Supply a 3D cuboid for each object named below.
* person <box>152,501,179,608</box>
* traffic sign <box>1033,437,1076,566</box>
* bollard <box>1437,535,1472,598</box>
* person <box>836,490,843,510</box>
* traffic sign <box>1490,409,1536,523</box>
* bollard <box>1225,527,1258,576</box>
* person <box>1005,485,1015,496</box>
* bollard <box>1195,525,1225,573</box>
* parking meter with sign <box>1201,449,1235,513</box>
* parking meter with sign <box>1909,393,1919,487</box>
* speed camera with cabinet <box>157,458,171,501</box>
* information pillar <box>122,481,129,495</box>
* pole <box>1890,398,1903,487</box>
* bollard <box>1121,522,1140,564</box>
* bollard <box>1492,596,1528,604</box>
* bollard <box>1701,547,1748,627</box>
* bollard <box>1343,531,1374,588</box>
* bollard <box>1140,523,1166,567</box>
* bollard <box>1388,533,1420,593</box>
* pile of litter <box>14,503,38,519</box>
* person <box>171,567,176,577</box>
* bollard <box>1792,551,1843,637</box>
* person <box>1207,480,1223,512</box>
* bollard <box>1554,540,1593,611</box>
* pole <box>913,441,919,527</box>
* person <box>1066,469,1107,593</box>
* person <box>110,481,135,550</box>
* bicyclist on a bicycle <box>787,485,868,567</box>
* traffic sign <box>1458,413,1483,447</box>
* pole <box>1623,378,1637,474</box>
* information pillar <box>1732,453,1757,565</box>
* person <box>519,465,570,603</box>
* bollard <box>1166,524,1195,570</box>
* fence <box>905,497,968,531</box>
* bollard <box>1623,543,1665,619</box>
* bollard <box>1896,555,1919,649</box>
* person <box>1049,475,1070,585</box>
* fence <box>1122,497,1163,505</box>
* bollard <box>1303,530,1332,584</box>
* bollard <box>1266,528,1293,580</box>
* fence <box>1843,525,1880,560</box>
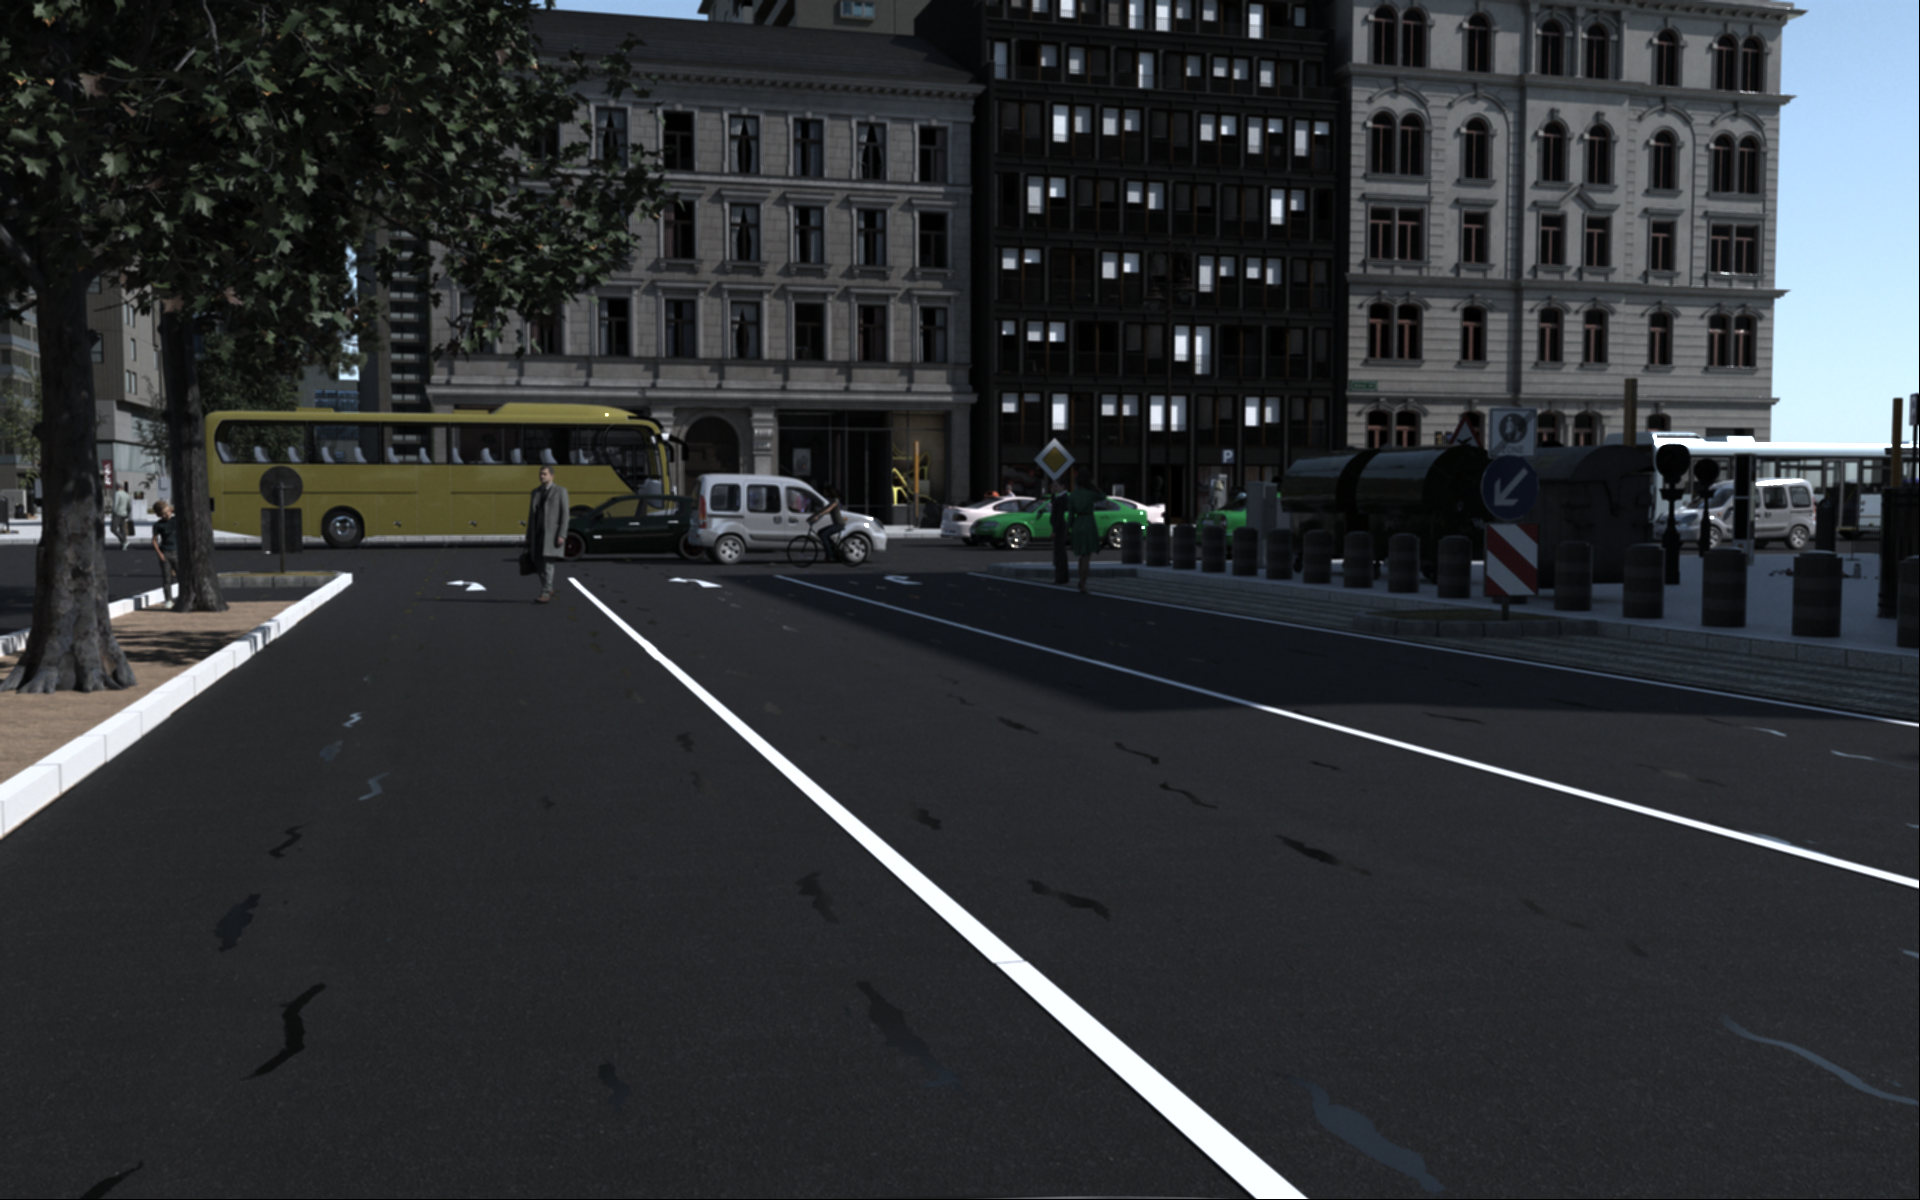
[{"bbox_3d":[-9.868,-0.570,21.737,0.435,1.345,0.340,-3,5,-45],"label":"person"},{"bbox_3d":[1.669,-1.657,30.742,0.795,2.450,0.064,-1,4,-16],"label":"traffic sign"},{"bbox_3d":[6.126,-0.412,21.457,0.404,0.777,0.398,0,3,0],"label":"bollard"},{"bbox_3d":[-2.969,-1.784,40.031,0.546,1.535,0.453,-1,4,-22],"label":"person"},{"bbox_3d":[6.532,-1.127,20.564,0.606,2.300,0.079,-1,4,-10],"label":"traffic sign"},{"bbox_3d":[4.491,-0.768,27.278,0.404,0.777,0.398,0,3,0],"label":"bollard"},{"bbox_3d":[1.529,-2.782,54.926,0.436,1.711,0.756,-1,4,-13],"label":"person"},{"bbox_3d":[4.170,-0.839,28.443,0.404,0.777,0.398,0,3,0],"label":"bollard"},{"bbox_3d":[9.943,-4.321,66.912,0.543,3.016,1.738,3,4,39],"label":"parking meter with sign"},{"bbox_3d":[17.373,-2.056,29.874,1.738,3.016,0.543,1,4,17],"label":"parking meter with sign"},{"bbox_3d":[-43.260,-6.204,95.777,2.038,3.252,0.660,-2,4,-24],"label":"speed camera with cabinet"},{"bbox_3d":[-46.958,-5.682,97.400,0.304,2.012,0.304,2,4,34],"label":"information pillar"},{"bbox_3d":[19.900,-2.630,36.843,0.158,3.312,0.155,0,3,0],"label":"pole"},{"bbox_3d":[3.181,-1.055,31.970,0.404,0.777,0.398,0,3,0],"label":"bollard"},{"bbox_3d":[6.453,-0.342,20.301,0.404,0.777,0.398,0,3,0],"label":"bollard"},{"bbox_3d":[7.430,-0.129,16.830,0.404,0.777,0.398,0,3,0],"label":"bollard"},{"bbox_3d":[5.475,-0.555,23.783,0.404,0.777,0.398,0,3,0],"label":"bollard"},{"bbox_3d":[3.509,-0.983,30.792,0.404,0.777,0.398,0,3,0],"label":"bollard"},{"bbox_3d":[5.800,-0.484,22.626,0.404,0.777,0.398,0,3,0],"label":"bollard"},{"bbox_3d":[-48.151,-4.602,89.215,1.176,0.858,1.719,-1,4,-13],"label":"pile of litter"},{"bbox_3d":[-13.427,-1.299,29.982,0.529,1.795,0.600,-1,4,-16],"label":"person"},{"bbox_3d":[7.755,-0.058,15.670,0.404,0.777,0.398,0,3,0],"label":"bollard"},{"bbox_3d":[6.633,-2.235,45.226,0.526,1.800,0.537,3,4,38],"label":"person"},{"bbox_3d":[6.782,-0.271,19.145,0.404,0.777,0.398,0,3,0],"label":"bollard"},{"bbox_3d":[-1.689,-4.463,66.816,0.158,3.312,0.155,0,3,0],"label":"pole"},{"bbox_3d":[1.795,-1.007,25.215,0.600,1.795,0.529,1,4,20],"label":"person"},{"bbox_3d":[-21.405,-2.162,44.336,0.515,1.767,0.782,0,4,4],"label":"person"},{"bbox_3d":[-2.599,-1.460,33.895,1.625,1.676,1.499,-1,4,-15],"label":"bicyclist on a bicycle"},{"bbox_3d":[8.129,-1.712,27.992,0.884,2.594,0.081,-1,4,-11],"label":"traffic sign"},{"bbox_3d":[11.835,-2.251,30.643,0.158,3.312,0.155,0,3,0],"label":"pole"},{"bbox_3d":[14.240,-1.649,31.450,0.304,2.012,0.304,3,5,42],"label":"information pillar"},{"bbox_3d":[-5.498,-0.873,22.869,0.694,1.812,0.767,1,4,20],"label":"person"},{"bbox_3d":[3.837,-0.911,29.612,0.404,0.777,0.398,0,3,0],"label":"bollard"},{"bbox_3d":[-0.759,-2.989,60.076,2.264,1.192,0.480,1,4,15],"label":"fence"},{"bbox_3d":[7.103,-0.200,17.987,0.404,0.777,0.398,0,3,0],"label":"bollard"},{"bbox_3d":[8.080,0.013,14.505,0.404,0.777,0.398,0,3,0],"label":"bollard"},{"bbox_3d":[1.504,-1.118,27.575,0.445,1.727,0.742,-2,4,-27],"label":"person"},{"bbox_3d":[6.201,-3.080,61.556,2.264,1.192,0.480,2,4,26],"label":"fence"},{"bbox_3d":[5.149,-0.626,24.947,0.404,0.777,0.398,0,3,0],"label":"bollard"},{"bbox_3d":[4.820,-0.698,26.122,0.404,0.777,0.398,0,3,0],"label":"bollard"},{"bbox_3d":[17.251,-1.055,32.632,0.278,0.683,2.069,0,4,4],"label":"fence"}]
